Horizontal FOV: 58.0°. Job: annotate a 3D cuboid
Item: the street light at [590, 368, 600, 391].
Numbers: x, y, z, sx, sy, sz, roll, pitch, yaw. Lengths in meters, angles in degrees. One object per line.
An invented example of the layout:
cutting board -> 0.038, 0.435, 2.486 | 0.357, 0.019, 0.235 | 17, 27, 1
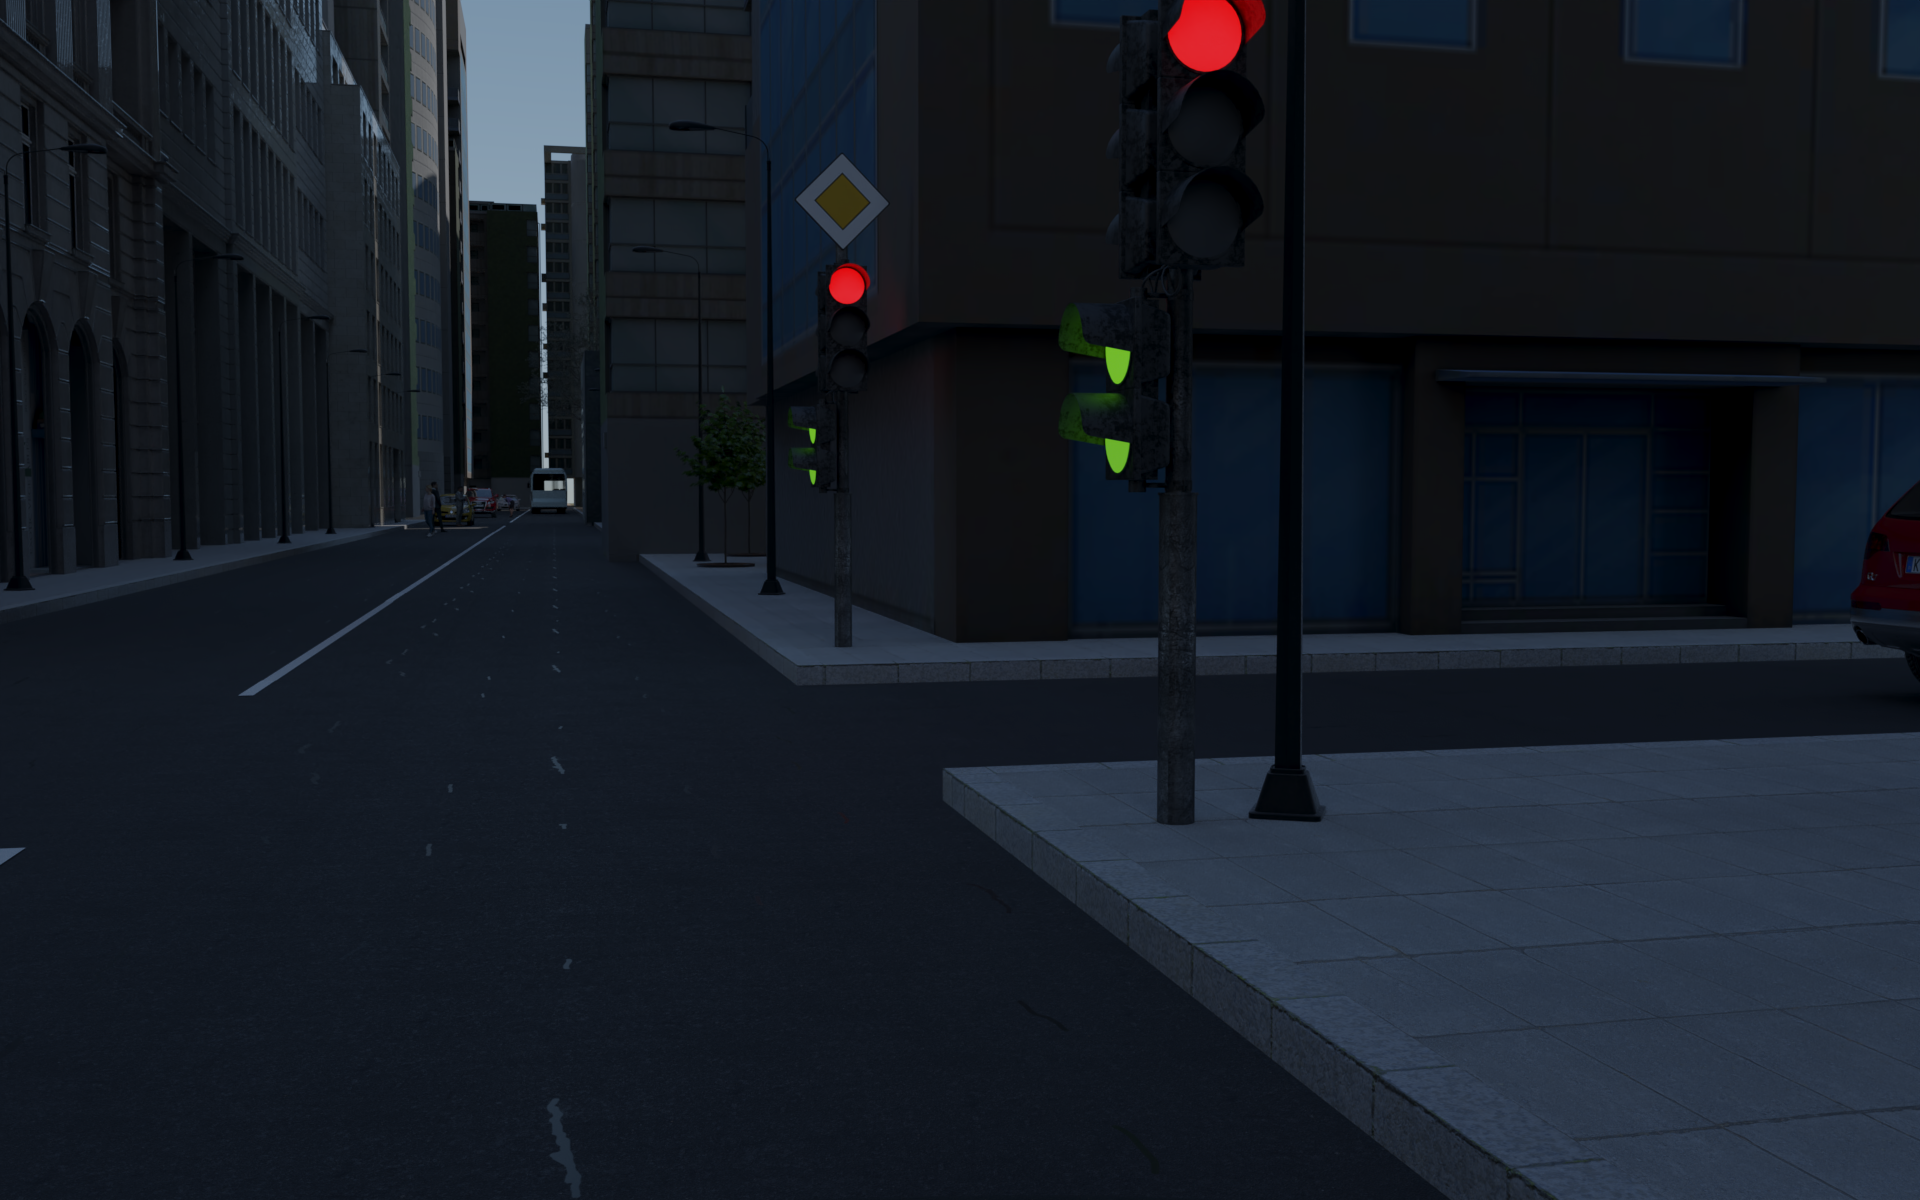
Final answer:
street light -> -12.820, -5.610, 64.269 | 1.470, 5.913, 1.316 | -1, 4, -13

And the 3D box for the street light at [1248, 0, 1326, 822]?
street light -> 0.783, -2.085, 6.639 | 1.470, 5.913, 1.316 | -1, 4, -13

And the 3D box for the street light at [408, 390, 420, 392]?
street light -> -24.669, -6.389, 76.996 | 1.470, 5.913, 1.316 | -1, 4, -13

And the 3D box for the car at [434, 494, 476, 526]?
car -> -23.057, -4.199, 78.870 | 2.015, 1.641, 3.980 | -1, 4, -13

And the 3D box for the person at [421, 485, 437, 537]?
person -> -17.892, -3.014, 58.452 | 0.731, 1.740, 0.598 | 2, 4, 24

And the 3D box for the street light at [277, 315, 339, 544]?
street light -> -17.033, -4.429, 44.961 | 1.470, 5.913, 1.316 | -1, 4, -13

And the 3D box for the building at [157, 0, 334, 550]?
building -> -25.346, -16.569, 48.401 | 11.434, 29.767, 29.804 | -1, 4, -13

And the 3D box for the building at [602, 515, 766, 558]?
building -> -2.176, -22.026, 43.724 | 14.154, 41.232, 14.086 | -1, 4, -13

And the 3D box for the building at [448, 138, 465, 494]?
building -> -46.000, -22.109, 133.183 | 14.160, 30.474, 14.107 | -1, 4, -13

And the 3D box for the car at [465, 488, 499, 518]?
car -> -29.388, -5.948, 105.929 | 2.281, 1.827, 5.304 | -1, 4, -14

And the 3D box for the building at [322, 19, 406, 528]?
building -> -29.259, -13.269, 71.693 | 10.420, 20.320, 16.860 | -1, 4, -13

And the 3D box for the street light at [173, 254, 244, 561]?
street light -> -14.531, -3.729, 33.518 | 1.470, 5.913, 1.316 | -1, 4, -13

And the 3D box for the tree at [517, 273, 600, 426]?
tree -> -18.740, -11.210, 93.652 | 12.009, 13.543, 11.850 | 0, 3, 0

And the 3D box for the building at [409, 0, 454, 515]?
building -> -44.444, -34.768, 110.449 | 21.231, 58.520, 28.212 | -1, 4, -13

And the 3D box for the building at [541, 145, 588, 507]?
building -> -32.600, -30.237, 186.249 | 23.993, 40.220, 32.217 | -1, 4, -13

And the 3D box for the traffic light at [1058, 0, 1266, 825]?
traffic light -> 0.825, -1.085, 6.660 | 0.839, 4.253, 0.868 | -1, 4, -13

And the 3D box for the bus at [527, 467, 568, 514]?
bus -> -31.086, -8.299, 130.545 | 2.948, 3.499, 13.247 | -1, 4, -14

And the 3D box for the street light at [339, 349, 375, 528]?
street light -> -19.633, -5.071, 55.446 | 1.470, 5.913, 1.316 | -1, 4, -13

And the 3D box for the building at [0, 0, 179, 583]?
building -> -19.192, -11.034, 22.202 | 13.314, 21.916, 24.055 | -1, 4, -13

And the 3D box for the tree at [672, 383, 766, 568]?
tree -> -4.263, -2.196, 30.501 | 1.663, 3.219, 1.824 | 0, 3, 0

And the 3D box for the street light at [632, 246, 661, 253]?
street light -> -5.446, -3.680, 32.712 | 1.470, 5.913, 1.316 | -1, 4, -13

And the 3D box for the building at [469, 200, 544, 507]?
building -> -49.002, -24.548, 173.064 | 14.107, 30.474, 14.160 | -1, 4, -13

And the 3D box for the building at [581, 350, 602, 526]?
building -> -4.809, -46.506, 73.037 | 22.319, 86.520, 31.000 | -1, 4, -13

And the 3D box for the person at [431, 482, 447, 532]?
person -> -19.655, -3.498, 65.058 | 0.648, 1.900, 0.474 | 2, 4, 25

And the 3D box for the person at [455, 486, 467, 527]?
person -> -22.066, -4.155, 76.621 | 0.466, 1.800, 0.511 | 0, 4, -1

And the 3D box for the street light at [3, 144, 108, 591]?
street light -> -12.004, -3.087, 23.015 | 1.470, 5.913, 1.316 | -1, 4, -13

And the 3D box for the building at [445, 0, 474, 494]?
building -> -50.091, -30.563, 149.819 | 14.200, 45.320, 14.600 | -1, 4, -13

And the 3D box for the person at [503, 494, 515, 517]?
person -> -27.696, -5.788, 106.371 | 0.697, 1.427, 0.421 | -1, 4, -12

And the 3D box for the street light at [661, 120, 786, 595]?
street light -> -2.931, -3.013, 21.808 | 1.470, 5.913, 1.316 | -1, 4, -13

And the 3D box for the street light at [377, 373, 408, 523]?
street light -> -22.033, -5.727, 66.185 | 1.470, 5.913, 1.316 | -1, 4, -13

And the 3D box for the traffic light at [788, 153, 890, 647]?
traffic light -> -0.999, -1.560, 14.435 | 0.839, 4.253, 0.868 | -1, 4, -13

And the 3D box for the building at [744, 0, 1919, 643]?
building -> 4.998, -22.709, 21.405 | 14.200, 45.320, 14.600 | -1, 4, -13

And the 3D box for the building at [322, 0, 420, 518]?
building -> -36.333, -24.866, 90.160 | 14.154, 41.232, 14.086 | -1, 4, -13

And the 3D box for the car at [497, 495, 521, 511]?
car -> -38.715, -8.326, 148.486 | 2.083, 1.381, 4.827 | -1, 4, -13

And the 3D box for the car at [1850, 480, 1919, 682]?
car -> 8.817, -0.196, 11.871 | 5.304, 1.827, 2.281 | -1, 4, -14
